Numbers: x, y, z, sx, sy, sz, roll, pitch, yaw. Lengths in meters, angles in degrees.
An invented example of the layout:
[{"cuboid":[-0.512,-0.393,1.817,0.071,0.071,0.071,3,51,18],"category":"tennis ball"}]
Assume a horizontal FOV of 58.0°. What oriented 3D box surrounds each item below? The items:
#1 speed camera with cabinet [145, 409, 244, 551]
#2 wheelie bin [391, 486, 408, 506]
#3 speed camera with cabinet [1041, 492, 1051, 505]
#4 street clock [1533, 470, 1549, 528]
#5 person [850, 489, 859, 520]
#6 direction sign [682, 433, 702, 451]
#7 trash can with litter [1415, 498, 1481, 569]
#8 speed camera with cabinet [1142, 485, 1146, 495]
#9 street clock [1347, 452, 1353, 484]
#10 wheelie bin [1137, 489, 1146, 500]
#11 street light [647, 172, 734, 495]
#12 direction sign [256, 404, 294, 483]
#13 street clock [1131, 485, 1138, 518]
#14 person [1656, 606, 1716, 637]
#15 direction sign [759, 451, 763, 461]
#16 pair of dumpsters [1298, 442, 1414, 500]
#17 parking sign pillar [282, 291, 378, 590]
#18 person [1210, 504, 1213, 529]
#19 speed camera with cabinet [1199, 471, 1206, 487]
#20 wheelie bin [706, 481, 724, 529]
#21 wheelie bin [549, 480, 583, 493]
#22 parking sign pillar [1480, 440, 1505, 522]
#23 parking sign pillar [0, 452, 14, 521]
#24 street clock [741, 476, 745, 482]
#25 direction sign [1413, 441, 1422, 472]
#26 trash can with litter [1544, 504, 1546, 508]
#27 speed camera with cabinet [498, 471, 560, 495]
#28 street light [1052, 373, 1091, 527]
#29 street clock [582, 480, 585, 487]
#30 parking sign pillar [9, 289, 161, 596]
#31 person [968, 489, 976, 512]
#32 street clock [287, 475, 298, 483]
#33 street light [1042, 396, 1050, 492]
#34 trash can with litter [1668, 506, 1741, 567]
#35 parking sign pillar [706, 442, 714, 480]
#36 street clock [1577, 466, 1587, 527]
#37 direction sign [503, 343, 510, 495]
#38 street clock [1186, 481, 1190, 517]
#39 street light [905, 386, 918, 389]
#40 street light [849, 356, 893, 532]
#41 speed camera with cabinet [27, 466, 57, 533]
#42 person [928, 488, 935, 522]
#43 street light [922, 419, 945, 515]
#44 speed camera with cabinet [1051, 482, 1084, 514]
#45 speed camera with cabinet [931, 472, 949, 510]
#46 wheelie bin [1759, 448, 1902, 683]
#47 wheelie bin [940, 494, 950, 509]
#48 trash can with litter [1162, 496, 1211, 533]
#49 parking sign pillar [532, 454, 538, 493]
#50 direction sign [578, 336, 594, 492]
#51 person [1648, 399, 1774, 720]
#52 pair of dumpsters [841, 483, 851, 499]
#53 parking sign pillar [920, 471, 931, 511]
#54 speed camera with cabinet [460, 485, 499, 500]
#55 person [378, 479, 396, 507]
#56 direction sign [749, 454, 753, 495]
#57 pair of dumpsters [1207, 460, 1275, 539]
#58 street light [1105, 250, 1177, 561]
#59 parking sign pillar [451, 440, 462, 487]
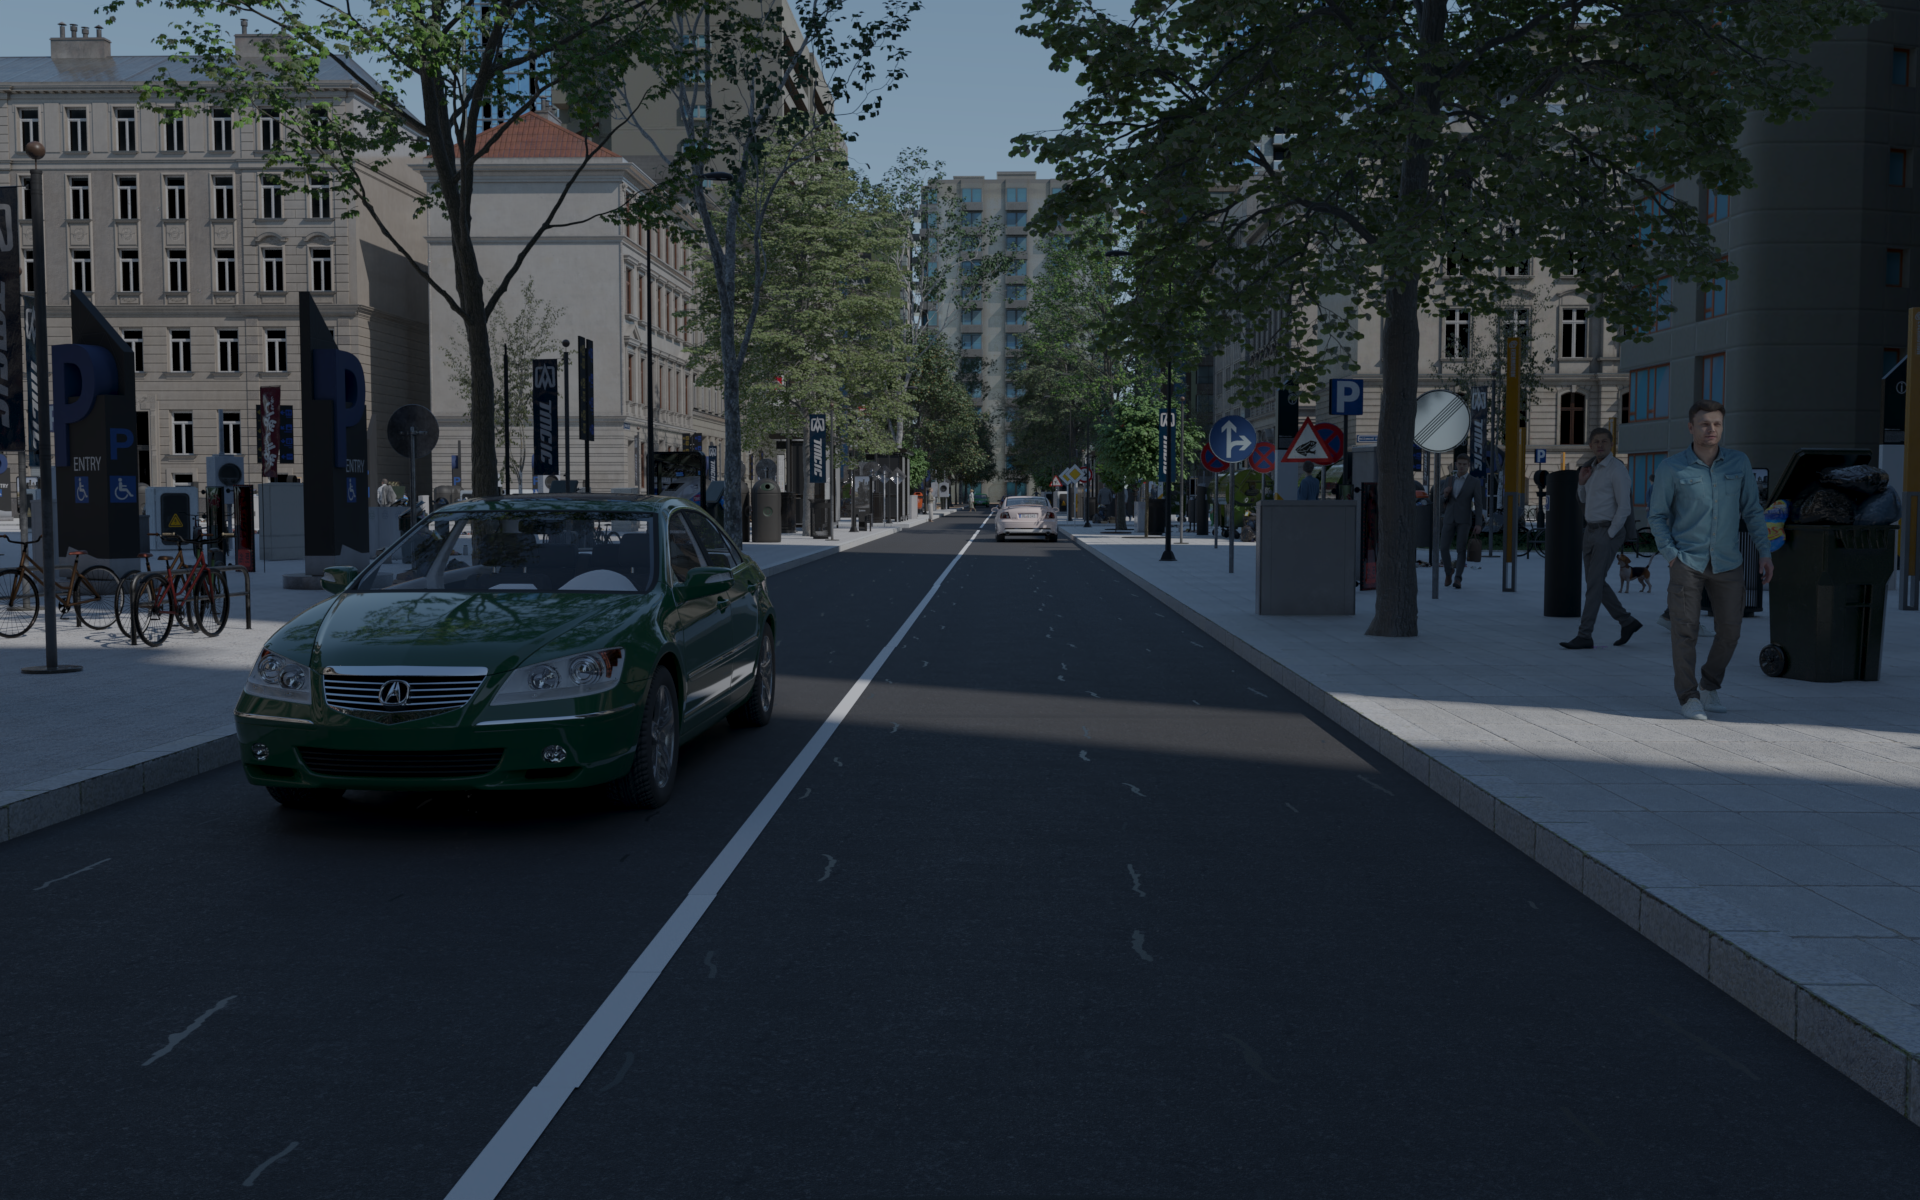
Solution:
[{"cuboid":[-17.551,-2.778,39.749,2.038,3.252,0.660,-3,5,-44],"category":"speed camera with cabinet"},{"cuboid":[-22.198,-3.689,68.217,0.980,1.594,0.693,0,4,-3],"category":"wheelie bin"},{"cuboid":[7.317,-8.584,134.688,2.038,3.252,0.660,-2,4,-26],"category":"speed camera with cabinet"},{"cuboid":[17.398,-2.891,51.838,0.471,2.002,0.358,-2,4,-28],"category":"street clock"},{"cuboid":[-5.096,-4.799,84.479,0.580,1.828,0.573,0,4,-5],"category":"person"},{"cuboid":[-9.914,-4.416,64.199,0.876,3.537,0.379,2,4,26],"category":"direction sign"},{"cuboid":[8.277,-1.188,30.479,1.678,1.210,2.233,-1,4,-18],"category":"trash can with litter"},{"cuboid":[14.384,-8.287,129.825,0.660,3.252,2.038,-2,4,-28],"category":"speed camera with cabinet"},{"cuboid":[6.690,-1.532,29.611,0.358,2.002,0.471,0,4,6],"category":"street clock"},{"cuboid":[12.035,-6.248,110.062,0.980,1.594,0.693,-2,4,-32],"category":"wheelie bin"},{"cuboid":[-3.962,-3.216,25.129,1.470,5.913,1.316,0,4,2],"category":"street light"},{"cuboid":[-17.378,-3.181,44.007,0.876,3.537,0.379,-2,4,-24],"category":"direction sign"},{"cuboid":[9.305,-5.352,92.069,0.358,2.002,0.471,3,5,41],"category":"street clock"},{"cuboid":[6.645,-0.593,15.755,0.620,1.820,0.660,3,4,37],"category":"person"},{"cuboid":[-10.415,-6.050,90.908,0.379,3.537,0.876,-1,4,-19],"category":"direction sign"},{"cuboid":[7.843,-1.964,34.603,1.574,2.255,4.437,0,4,1],"category":"pair of dumpsters"},{"cuboid":[-8.560,-2.158,23.748,1.447,3.967,1.447,0,4,1],"category":"parking sign pillar"},{"cuboid":[9.448,-3.323,64.616,0.306,1.304,0.590,3,4,39],"category":"person"},{"cuboid":[20.647,-9.405,148.115,0.660,3.252,2.038,0,4,5],"category":"speed camera with cabinet"},{"cuboid":[-5.732,-2.038,41.233,0.980,1.594,0.693,3,5,44],"category":"wheelie bin"},{"cuboid":[-9.045,-1.939,39.603,0.980,1.594,0.693,1,4,12],"category":"wheelie bin"},{"cuboid":[23.901,-5.471,77.921,1.447,3.967,1.447,3,5,39],"category":"parking sign pillar"},{"cuboid":[-45.662,-5.717,81.946,1.447,3.967,1.447,2,4,27],"category":"parking sign pillar"},{"cuboid":[-8.310,-3.710,65.235,0.358,2.002,0.471,-3,4,-37],"category":"street clock"},{"cuboid":[15.554,-4.164,60.078,0.876,3.537,0.379,1,4,19],"category":"direction sign"},{"cuboid":[21.920,-3.169,63.201,1.055,1.170,0.624,0,4,1],"category":"trash can with litter"},{"cuboid":[-15.779,-4.246,63.758,2.038,3.252,0.660,-2,4,-35],"category":"speed camera with cabinet"},{"cuboid":[4.368,-5.746,66.491,1.470,5.913,1.316,0,4,2],"category":"street light"},{"cuboid":[-19.036,-5.113,88.173,0.358,2.002,0.471,-2,4,-28],"category":"street clock"},{"cuboid":[-11.207,-2.078,22.452,1.447,3.967,1.447,3,4,36],"category":"parking sign pillar"},{"cuboid":[0.955,-7.777,135.875,0.641,1.798,0.478,0,4,2],"category":"person"},{"cuboid":[-25.477,-3.765,66.127,0.358,2.002,0.471,0,4,4],"category":"street clock"},{"cuboid":[4.660,-6.689,81.908,1.470,5.913,1.316,0,4,2],"category":"street light"},{"cuboid":[13.001,-1.115,29.291,1.678,1.210,2.233,-1,4,-19],"category":"trash can with litter"},{"cuboid":[-12.709,-6.108,88.341,1.447,3.967,1.447,-1,4,-16],"category":"parking sign pillar"},{"cuboid":[15.810,-2.400,43.808,0.358,2.002,0.471,-2,4,-30],"category":"street clock"},{"cuboid":[-6.925,-2.110,26.497,0.379,3.537,0.876,-1,4,-14],"category":"direction sign"},{"cuboid":[12.704,-5.611,96.306,0.358,2.002,0.471,2,4,26],"category":"street clock"},{"cuboid":[-2.532,-6.255,74.811,1.470,5.913,1.316,0,4,2],"category":"street light"},{"cuboid":[-3.030,-5.228,58.024,1.470,5.913,1.316,0,4,2],"category":"street light"},{"cuboid":[-30.067,-3.827,56.904,2.038,3.252,0.660,3,4,37],"category":"speed camera with cabinet"},{"cuboid":[-1.478,-4.909,89.319,0.362,1.759,0.519,0,4,-6],"category":"person"},{"cuboid":[-1.632,-8.264,107.665,1.470,5.913,1.316,0,4,2],"category":"street light"},{"cuboid":[7.160,-7.292,113.557,2.038,3.252,0.660,-2,4,-25],"category":"speed camera with cabinet"},{"cuboid":[-1.943,-8.799,138.205,2.038,3.252,0.660,0,4,8],"category":"speed camera with cabinet"},{"cuboid":[6.054,-0.251,12.005,0.980,1.594,0.693,-1,4,-16],"category":"wheelie bin"},{"cuboid":[-1.270,-8.412,145.448,0.980,1.594,0.693,2,4,26],"category":"wheelie bin"},{"cuboid":[7.727,-2.846,57.587,1.678,1.210,2.233,0,4,-8],"category":"trash can with litter"},{"cuboid":[-20.375,-5.827,83.740,1.447,3.967,1.447,0,4,-5],"category":"parking sign pillar"},{"cuboid":[-5.438,-2.034,25.259,0.379,3.537,0.876,0,4,0],"category":"direction sign"},{"cuboid":[4.333,-0.245,10.062,0.660,1.820,0.620,0,4,1],"category":"person"},{"cuboid":[-6.344,-6.264,104.906,1.574,2.255,4.437,0,4,2],"category":"pair of dumpsters"},{"cuboid":[-3.422,-9.840,149.352,1.447,3.967,1.447,0,4,4],"category":"parking sign pillar"},{"cuboid":[-21.730,-5.151,78.547,2.038,3.252,0.660,2,4,28],"category":"speed camera with cabinet"},{"cuboid":[-20.679,-3.445,62.474,0.679,1.850,0.850,-1,4,-10],"category":"person"},{"cuboid":[-11.811,-6.485,98.027,0.379,3.537,0.876,-1,4,-20],"category":"direction sign"},{"cuboid":[8.316,-2.973,51.098,1.574,2.255,4.437,0,4,2],"category":"pair of dumpsters"},{"cuboid":[3.456,-3.705,33.116,1.470,5.913,1.316,0,4,2],"category":"street light"},{"cuboid":[-25.012,-5.974,86.142,1.447,3.967,1.447,-1,4,-16],"category":"parking sign pillar"}]
